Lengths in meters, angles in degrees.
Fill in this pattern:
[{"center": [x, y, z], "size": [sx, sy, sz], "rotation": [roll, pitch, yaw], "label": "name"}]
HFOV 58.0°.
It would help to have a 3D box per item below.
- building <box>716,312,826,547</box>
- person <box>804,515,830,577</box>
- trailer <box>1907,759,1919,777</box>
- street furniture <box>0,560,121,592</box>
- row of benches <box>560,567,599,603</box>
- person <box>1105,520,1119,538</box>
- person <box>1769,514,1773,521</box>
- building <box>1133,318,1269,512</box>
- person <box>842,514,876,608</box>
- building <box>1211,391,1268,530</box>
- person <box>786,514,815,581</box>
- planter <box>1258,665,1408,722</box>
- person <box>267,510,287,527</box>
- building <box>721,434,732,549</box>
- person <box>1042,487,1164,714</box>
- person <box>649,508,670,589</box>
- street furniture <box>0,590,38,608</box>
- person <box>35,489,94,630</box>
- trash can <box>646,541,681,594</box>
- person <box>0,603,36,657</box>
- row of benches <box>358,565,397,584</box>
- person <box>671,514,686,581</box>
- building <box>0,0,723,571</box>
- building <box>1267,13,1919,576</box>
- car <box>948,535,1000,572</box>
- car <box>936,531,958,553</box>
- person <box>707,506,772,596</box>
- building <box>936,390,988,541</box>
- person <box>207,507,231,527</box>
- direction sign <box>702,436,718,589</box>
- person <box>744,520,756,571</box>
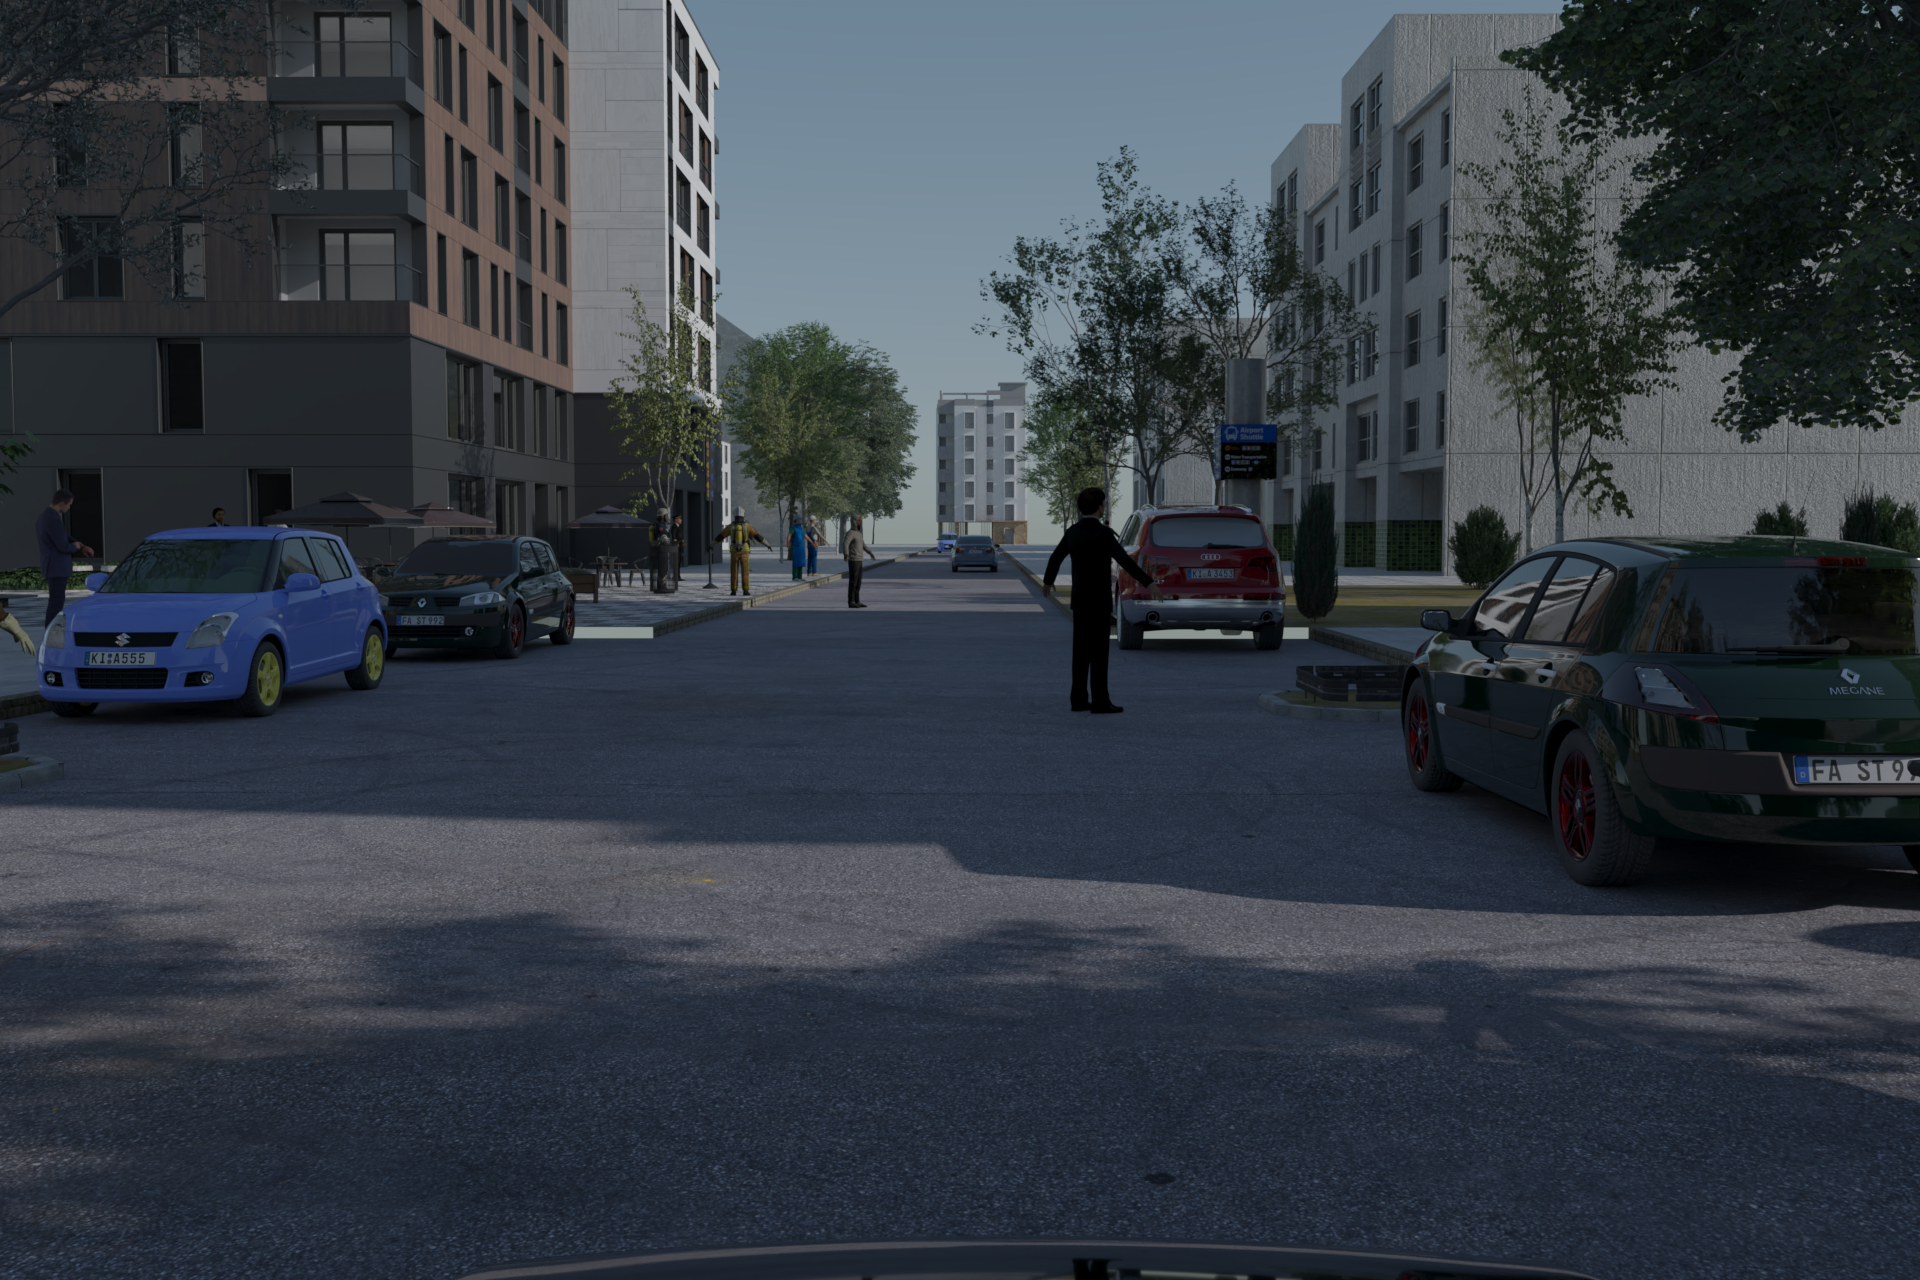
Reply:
[{"center": [-24.068, -21.291, 179.033], "size": [19.493, 23.208, 18.063], "rotation": [0, 4, 1], "label": "building"}, {"center": [-4.441, -2.842, 52.320], "size": [1.347, 1.847, 0.705], "rotation": [3, 5, 45], "label": "person"}, {"center": [3.084, 0.212, 3.579], "size": [1.471, 1.999, 3.904], "rotation": [0, 3, 0], "label": "trailer"}, {"center": [-24.039, -1.492, 40.026], "size": [10.072, 0.657, 5.734], "rotation": [0, 4, -8], "label": "street furniture"}, {"center": [-8.113, -1.105, 33.525], "size": [1.422, 0.672, 4.104], "rotation": [-3, 4, -37], "label": "row of benches"}, {"center": [5.281, -3.431, 62.363], "size": [1.348, 1.796, 0.705], "rotation": [-1, 4, -12], "label": "person"}, {"center": [21.179, -2.414, 45.608], "size": [0.704, 1.843, 1.345], "rotation": [2, 4, 29], "label": "person"}, {"center": [24.666, -17.356, 150.236], "size": [16.747, 18.905, 31.486], "rotation": [0, 4, 1], "label": "building"}, {"center": [-2.004, -1.532, 33.626], "size": [0.705, 1.813, 1.348], "rotation": [1, 4, 21], "label": "person"}, {"center": [21.058, -9.757, 101.681], "size": [9.099, 9.664, 28.070], "rotation": [0, 4, 1], "label": "building"}, {"center": [-4.383, -2.508, 47.127], "size": [0.704, 1.817, 1.347], "rotation": [2, 4, 28], "label": "person"}, {"center": [3.497, 0.427, 14.165], "size": [1.991, 0.319, 1.994], "rotation": [0, 4, 0], "label": "planter"}, {"center": [-14.626, -1.901, 37.270], "size": [1.347, 1.806, 0.705], "rotation": [2, 4, 24], "label": "person"}, {"center": [-24.165, -12.666, 149.236], "size": [9.099, 9.664, 28.070], "rotation": [0, 4, 1], "label": "building"}, {"center": [1.082, -0.323, 13.932], "size": [0.705, 1.806, 1.347], "rotation": [-3, 5, -39], "label": "person"}, {"center": [-6.602, -2.008, 38.605], "size": [0.705, 1.856, 1.354], "rotation": [-1, 4, -16], "label": "person"}, {"center": [-19.390, -1.310, 28.280], "size": [9.812, 1.723, 11.010], "rotation": [1, 4, 22], "label": "street furniture"}, {"center": [-9.717, -0.755, 18.834], "size": [0.568, 1.767, 0.683], "rotation": [-3, 5, -42], "label": "person"}, {"center": [-6.365, -1.564, 37.221], "size": [0.748, 1.137, 0.748], "rotation": [0, 3, 0], "label": "trash can"}, {"center": [-4.691, 0.075, 7.361], "size": [1.346, 1.812, 0.704], "rotation": [-1, 4, -13], "label": "person"}, {"center": [-11.989, -1.142, 34.132], "size": [4.104, 0.672, 1.422], "rotation": [3, 4, 36], "label": "row of benches"}, {"center": [-7.660, -2.516, 47.069], "size": [0.705, 1.837, 1.347], "rotation": [0, 4, 1], "label": "person"}, {"center": [-24.536, -13.234, 60.347], "size": [27.936, 21.610, 32.646], "rotation": [0, 4, 0], "label": "building"}, {"center": [23.166, -12.306, 67.661], "size": [16.747, 18.905, 31.486], "rotation": [0, 4, 0], "label": "building"}, {"center": [0.546, -3.318, 66.244], "size": [2.014, 1.417, 4.499], "rotation": [0, 4, 0], "label": "car"}, {"center": [-0.813, -7.366, 130.019], "size": [1.945, 1.707, 3.694], "rotation": [0, 4, 1], "label": "car"}, {"center": [-4.589, -1.854, 36.075], "size": [1.354, 1.858, 0.705], "rotation": [0, 4, -3], "label": "person"}, {"center": [-2.719, -22.093, 220.104], "size": [11.380, 20.090, 16.016], "rotation": [0, 4, 3], "label": "building"}, {"center": [-12.774, -1.423, 29.982], "size": [1.216, 1.740, 0.721], "rotation": [-3, 5, -42], "label": "person"}, {"center": [-5.858, -2.968, 40.529], "size": [0.379, 3.537, 0.876], "rotation": [0, 4, 2], "label": "direction sign"}, {"center": [-7.335, -3.272, 59.964], "size": [0.721, 1.772, 1.216], "rotation": [-2, 4, -28], "label": "person"}]
